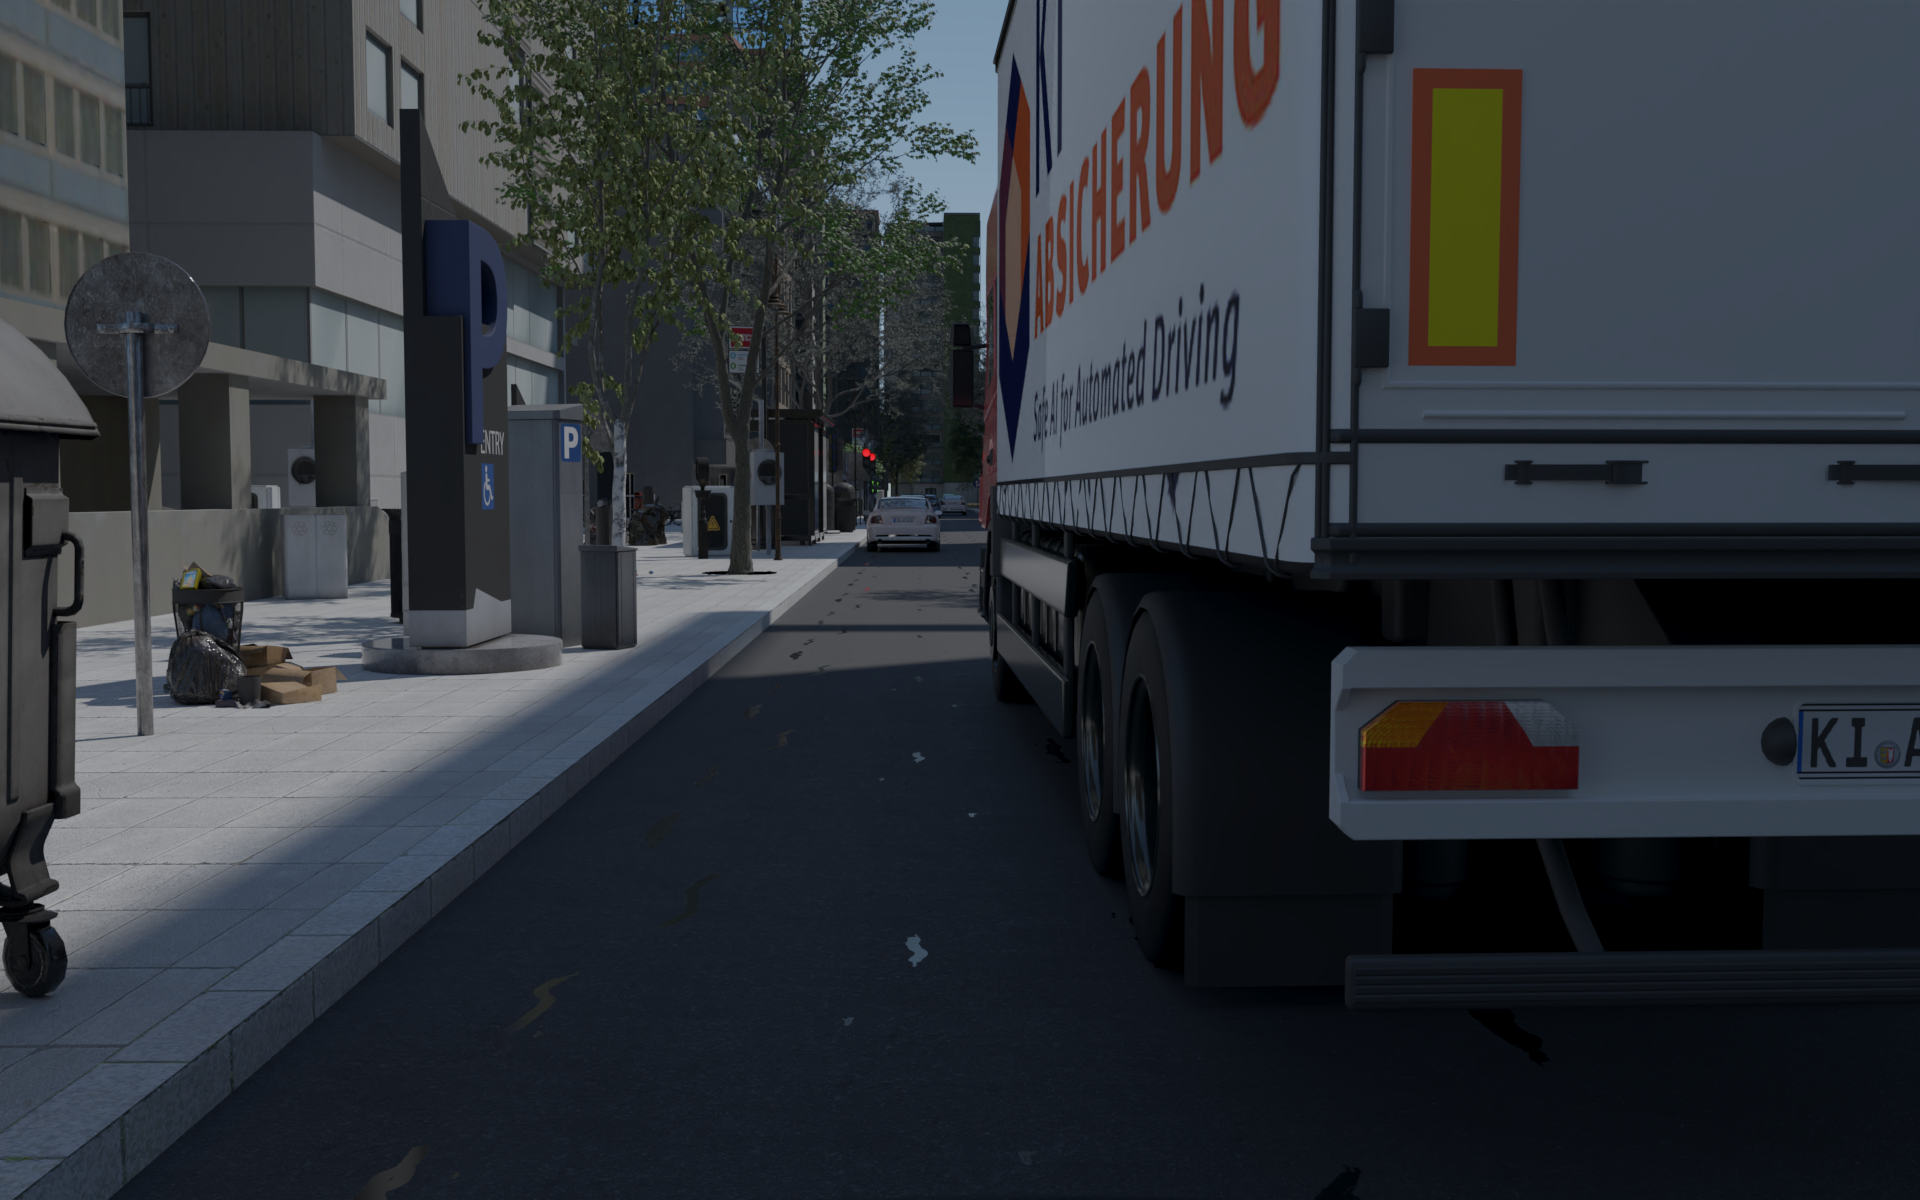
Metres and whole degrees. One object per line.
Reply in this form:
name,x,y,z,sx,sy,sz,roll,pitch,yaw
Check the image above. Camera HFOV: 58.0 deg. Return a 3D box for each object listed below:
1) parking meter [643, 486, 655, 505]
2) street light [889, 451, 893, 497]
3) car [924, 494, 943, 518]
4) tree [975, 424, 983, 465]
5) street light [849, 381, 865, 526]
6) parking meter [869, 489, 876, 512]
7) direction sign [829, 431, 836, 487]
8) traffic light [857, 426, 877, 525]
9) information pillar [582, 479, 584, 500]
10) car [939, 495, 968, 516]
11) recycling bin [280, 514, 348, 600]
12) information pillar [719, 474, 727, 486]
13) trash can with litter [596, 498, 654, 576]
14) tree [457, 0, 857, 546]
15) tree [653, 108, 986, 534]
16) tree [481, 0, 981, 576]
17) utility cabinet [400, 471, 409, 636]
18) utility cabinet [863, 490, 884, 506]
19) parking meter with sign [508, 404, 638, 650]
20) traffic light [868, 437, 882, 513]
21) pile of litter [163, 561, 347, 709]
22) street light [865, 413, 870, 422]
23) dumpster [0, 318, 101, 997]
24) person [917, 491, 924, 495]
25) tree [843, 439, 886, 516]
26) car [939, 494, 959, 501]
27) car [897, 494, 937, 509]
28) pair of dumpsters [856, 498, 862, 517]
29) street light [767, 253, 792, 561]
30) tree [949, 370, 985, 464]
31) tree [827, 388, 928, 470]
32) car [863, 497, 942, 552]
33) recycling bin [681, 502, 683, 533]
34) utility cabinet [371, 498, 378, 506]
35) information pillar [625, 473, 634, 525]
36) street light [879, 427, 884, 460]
parking meter,-9.761,-2.810,54.361,0.372,1.533,0.369,0,3,0
street light,-6.080,-10.995,152.563,0.468,5.910,1.993,0,4,-1
car,-2.029,-5.591,103.416,2.014,1.417,4.499,0,4,0
tree,3.079,-11.433,137.292,4.737,8.622,4.395,0,3,0
street light,-4.195,-5.908,69.378,0.468,5.910,1.993,0,4,-1
parking meter,-4.376,-4.783,86.621,0.372,1.533,0.369,0,3,0
direction sign,-4.623,-4.331,62.806,0.379,3.537,0.876,-1,4,-20
traffic light,-3.850,-5.066,71.750,0.839,4.253,0.868,0,4,-1
information pillar,-19.049,-5.045,86.971,0.304,2.012,0.304,1,4,14
car,-0.494,-6.399,116.988,2.083,1.381,4.827,0,4,-1
recycling bin,-7.984,-0.541,21.396,0.722,1.027,0.722,-2,4,-25
information pillar,-8.661,-3.602,63.384,0.304,2.012,0.304,0,4,-6
trash can with litter,-5.651,-0.994,27.313,1.678,1.210,2.233,-1,4,-21
tree,-3.443,-4.148,18.186,4.737,8.622,4.395,0,3,0
tree,-4.585,-8.871,55.407,12.009,13.543,11.850,0,3,0
tree,-3.541,-6.203,27.169,9.928,11.665,9.643,0,3,0
utility cabinet,-4.443,-0.430,15.718,1.173,1.500,0.318,-3,5,-40
utility cabinet,-4.941,-5.498,98.565,1.173,1.500,0.318,1,4,10
parking meter with sign,-3.567,-1.120,14.571,1.738,3.016,0.543,1,4,18
traffic light,-4.029,-5.554,79.733,0.839,4.253,0.868,0,4,-1
pile of litter,-4.562,0.174,11.127,1.176,0.858,1.719,-1,4,-10
street light,-4.442,-6.588,80.493,0.468,5.910,1.993,0,4,-1
dumpster,-2.860,0.128,3.670,1.264,1.857,1.865,0,4,-1
person,-3.986,-10.040,173.459,0.742,1.727,0.445,0,4,1
tree,-6.029,-7.209,101.581,4.285,4.588,4.351,0,3,0
car,-0.715,-7.944,138.683,1.959,1.807,4.718,0,4,0
car,-1.922,-3.651,69.484,2.009,1.686,4.222,0,4,-2
pair of dumpsters,-6.196,-5.696,95.627,1.574,2.255,4.437,0,4,-1
street light,-3.520,-3.703,33.340,0.468,5.910,1.993,0,4,-1
tree,2.716,-10.748,110.140,7.601,10.594,8.767,0,4,5
tree,-6.881,-12.950,146.143,8.767,10.594,7.601,-1,4,-14
car,-1.475,-1.973,44.624,2.083,1.381,4.827,0,4,-3
recycling bin,-8.829,-2.736,57.285,0.722,1.027,0.722,0,4,-5
utility cabinet,-11.891,-1.410,34.213,0.306,1.237,1.020,1,4,14
information pillar,-11.490,-3.398,60.043,0.304,2.012,0.304,1,4,17
street light,-5.310,-8.791,116.527,0.468,5.910,1.993,0,4,-1
